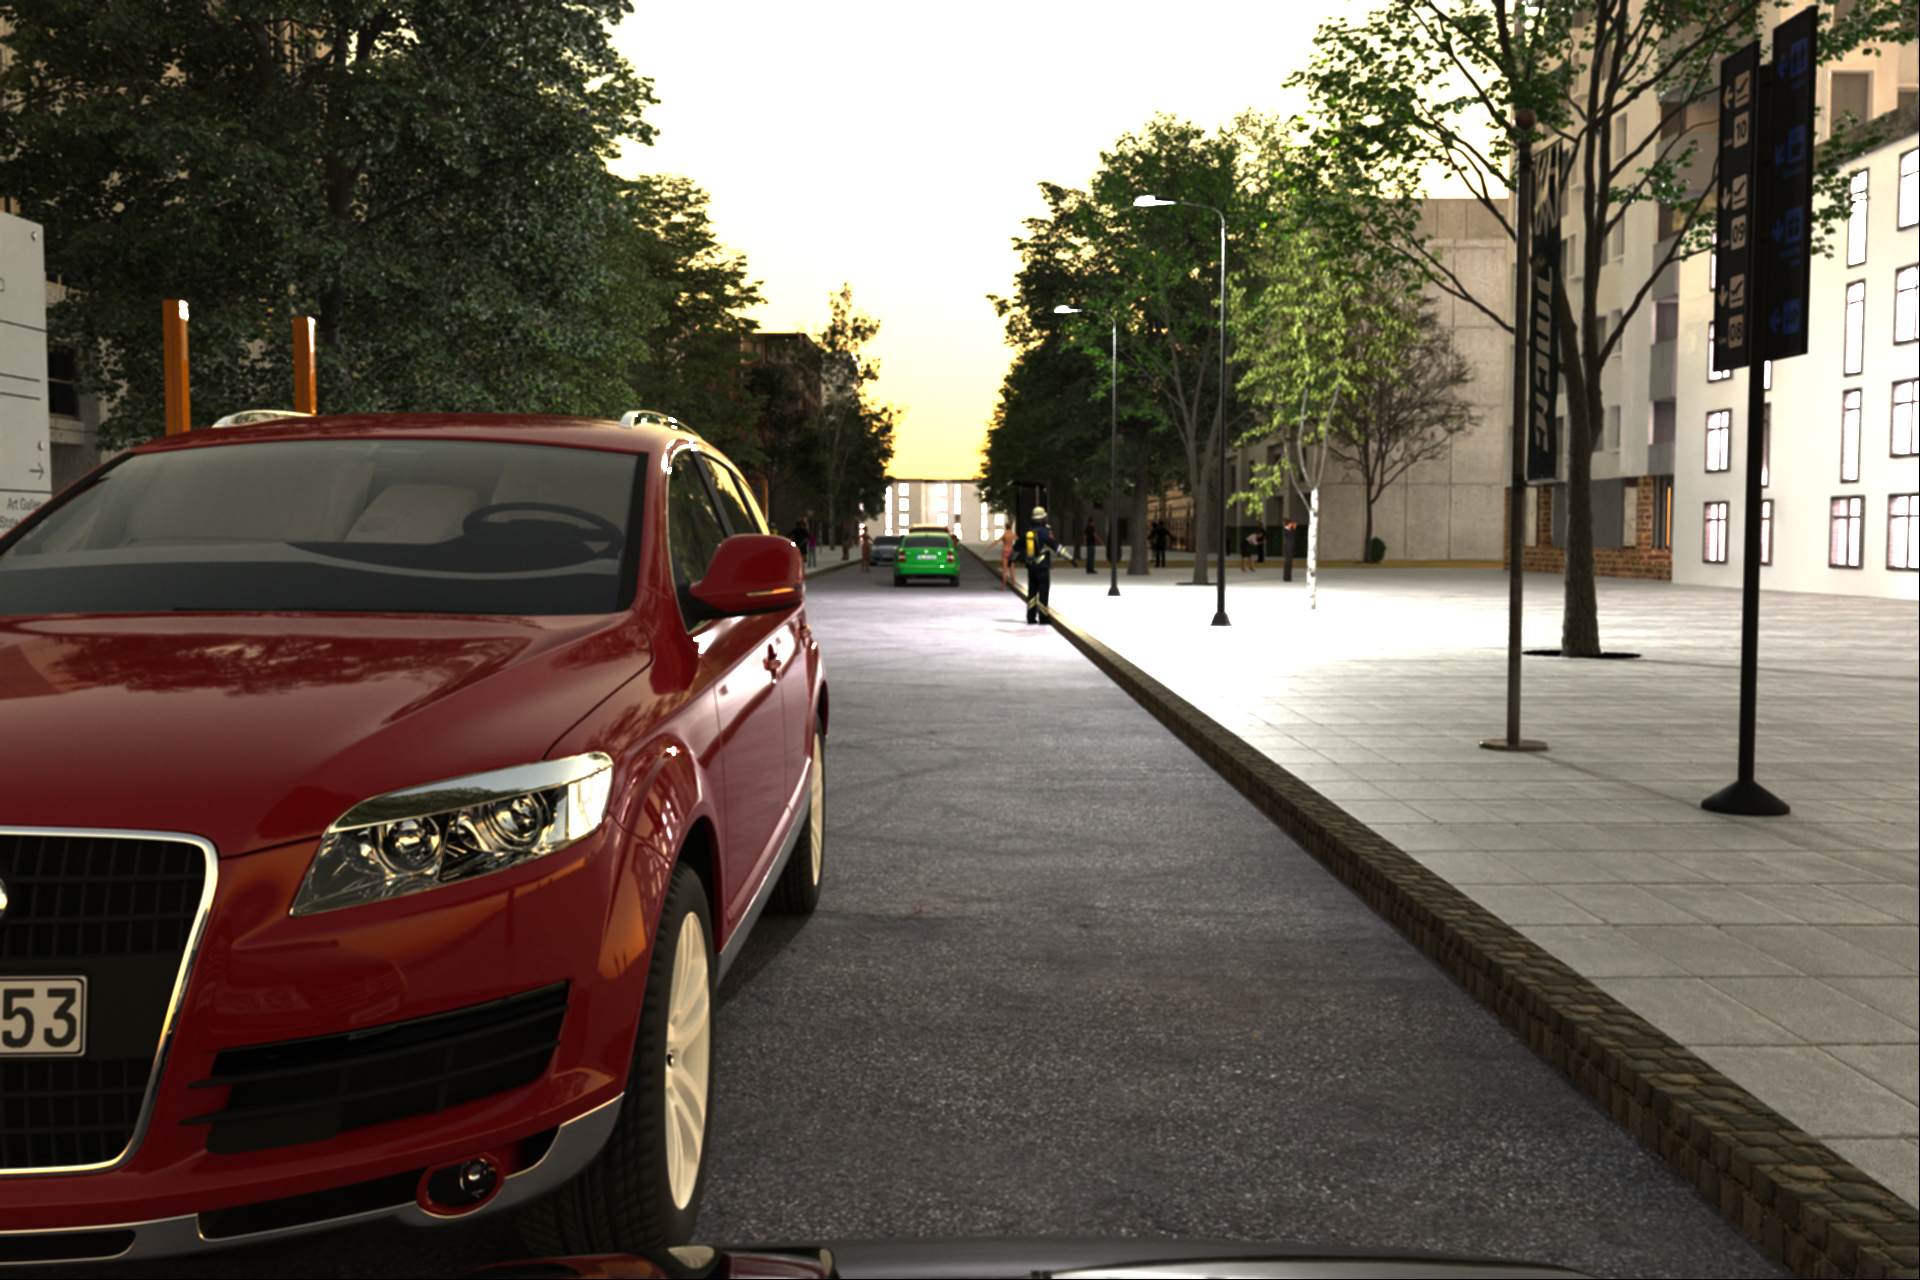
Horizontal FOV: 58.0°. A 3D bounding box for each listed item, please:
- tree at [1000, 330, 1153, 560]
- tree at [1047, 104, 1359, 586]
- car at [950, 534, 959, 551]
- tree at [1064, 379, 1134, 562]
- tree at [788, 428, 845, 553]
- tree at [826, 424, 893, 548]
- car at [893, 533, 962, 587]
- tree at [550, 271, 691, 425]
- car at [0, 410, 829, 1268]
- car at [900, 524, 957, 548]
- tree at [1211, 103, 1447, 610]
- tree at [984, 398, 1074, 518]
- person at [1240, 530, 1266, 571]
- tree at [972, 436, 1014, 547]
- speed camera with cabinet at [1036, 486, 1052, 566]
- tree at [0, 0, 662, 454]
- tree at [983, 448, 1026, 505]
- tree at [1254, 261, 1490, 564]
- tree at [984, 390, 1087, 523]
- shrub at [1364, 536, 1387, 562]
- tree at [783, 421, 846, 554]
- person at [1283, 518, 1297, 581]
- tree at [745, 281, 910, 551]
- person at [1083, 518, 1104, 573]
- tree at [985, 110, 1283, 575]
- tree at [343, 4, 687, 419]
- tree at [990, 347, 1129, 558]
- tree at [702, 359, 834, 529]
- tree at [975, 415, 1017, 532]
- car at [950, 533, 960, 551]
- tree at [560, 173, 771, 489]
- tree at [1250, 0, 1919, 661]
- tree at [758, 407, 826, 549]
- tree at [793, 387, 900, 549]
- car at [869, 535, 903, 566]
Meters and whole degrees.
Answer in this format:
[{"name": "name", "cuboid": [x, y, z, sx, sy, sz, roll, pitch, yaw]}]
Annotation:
[{"name": "tree", "cuboid": [5.761, -9.790, 85.822, 9.928, 11.665, 9.643, 0, 3, 0]}, {"name": "tree", "cuboid": [6.016, -7.181, 43.167, 9.928, 11.665, 9.643, 0, 3, 0]}, {"name": "car", "cuboid": [-1.091, -5.754, 105.881, 2.131, 1.459, 4.920, 0, 4, -1]}, {"name": "tree", "cuboid": [6.842, -7.888, 79.334, 4.360, 8.622, 3.978, 0, 3, 0]}, {"name": "tree", "cuboid": [-9.286, -10.196, 117.072, 4.360, 8.622, 3.978, 0, 3, 0]}, {"name": "tree", "cuboid": [-10.139, -15.002, 163.401, 7.486, 12.596, 7.792, 0, 3, 0]}, {"name": "car", "cuboid": [-0.908, -2.423, 48.415, 1.959, 1.807, 4.718, 0, 4, 0]}, {"name": "tree", "cuboid": [-8.939, -5.900, 46.828, 4.360, 8.622, 3.978, 0, 3, 0]}, {"name": "car", "cuboid": [-1.535, 0.220, 5.075, 2.281, 1.827, 5.304, 0, 3, 0]}, {"name": "car", "cuboid": [-1.229, -3.661, 68.533, 2.281, 1.827, 5.304, 0, 4, -1]}, {"name": "tree", "cuboid": [6.057, -4.832, 29.370, 4.737, 8.622, 4.395, 0, 3, 0]}, {"name": "tree", "cuboid": [5.223, -12.614, 124.359, 7.486, 12.596, 7.792, 0, 3, 0]}, {"name": "person", "cuboid": [10.028, -3.073, 59.473, 0.799, 1.438, 0.628, -1, 4, -11]}, {"name": "tree", "cuboid": [4.963, -14.781, 167.418, 9.928, 11.665, 9.643, 0, 3, 0]}, {"name": "speed camera with cabinet", "cuboid": [3.398, -4.682, 70.893, 0.660, 3.252, 2.038, 0, 4, -1]}, {"name": "tree", "cuboid": [-8.848, -7.171, 23.902, 9.857, 13.997, 8.962, 0, 3, 0]}, {"name": "tree", "cuboid": [5.215, -12.577, 140.049, 7.601, 10.594, 8.767, -2, 4, -28]}, {"name": "tree", "cuboid": [17.994, -10.095, 75.426, 12.009, 13.543, 11.850, 0, 3, 0]}, {"name": "tree", "cuboid": [5.048, -11.880, 112.370, 7.486, 12.596, 7.792, 0, 3, 0]}, {"name": "shrub", "cuboid": [19.090, -4.186, 79.559, 1.383, 1.207, 1.383, 0, 3, 0]}, {"name": "tree", "cuboid": [-9.518, -9.751, 109.789, 4.737, 8.622, 4.395, 0, 3, 0]}, {"name": "person", "cuboid": [8.976, -2.442, 46.779, 0.445, 1.727, 0.742, -2, 4, -24]}, {"name": "tree", "cuboid": [-10.175, -16.904, 132.264, 12.611, 20.169, 13.585, 0, 3, 0]}, {"name": "person", "cuboid": [4.296, -3.074, 56.477, 0.705, 1.803, 1.348, -1, 4, -22]}, {"name": "tree", "cuboid": [5.640, -9.023, 54.179, 9.857, 13.997, 8.962, 0, 3, 0]}, {"name": "tree", "cuboid": [-9.651, -7.285, 37.229, 7.486, 12.596, 7.792, 0, 3, 0]}, {"name": "tree", "cuboid": [5.468, -10.306, 94.258, 9.928, 11.665, 9.643, 0, 3, 0]}, {"name": "tree", "cuboid": [-10.121, -9.646, 92.120, 7.601, 10.594, 8.767, 1, 4, 15]}, {"name": "tree", "cuboid": [5.216, -14.626, 157.263, 7.486, 12.596, 7.792, 0, 3, 0]}, {"name": "car", "cuboid": [-1.074, -8.343, 145.445, 2.155, 1.783, 4.494, 0, 4, 0]}, {"name": "tree", "cuboid": [-9.655, -8.386, 55.231, 7.486, 12.596, 7.792, 0, 3, 0]}, {"name": "tree", "cuboid": [6.481, -5.640, 17.969, 9.928, 11.665, 9.643, 0, 3, 0]}, {"name": "tree", "cuboid": [-9.165, -9.138, 99.761, 4.360, 8.622, 3.978, 0, 3, 0]}, {"name": "tree", "cuboid": [-9.966, -14.880, 149.950, 9.857, 13.997, 8.962, 0, 3, 0]}, {"name": "car", "cuboid": [-3.211, -4.096, 78.974, 2.014, 1.417, 4.499, 0, 4, 0]}]
